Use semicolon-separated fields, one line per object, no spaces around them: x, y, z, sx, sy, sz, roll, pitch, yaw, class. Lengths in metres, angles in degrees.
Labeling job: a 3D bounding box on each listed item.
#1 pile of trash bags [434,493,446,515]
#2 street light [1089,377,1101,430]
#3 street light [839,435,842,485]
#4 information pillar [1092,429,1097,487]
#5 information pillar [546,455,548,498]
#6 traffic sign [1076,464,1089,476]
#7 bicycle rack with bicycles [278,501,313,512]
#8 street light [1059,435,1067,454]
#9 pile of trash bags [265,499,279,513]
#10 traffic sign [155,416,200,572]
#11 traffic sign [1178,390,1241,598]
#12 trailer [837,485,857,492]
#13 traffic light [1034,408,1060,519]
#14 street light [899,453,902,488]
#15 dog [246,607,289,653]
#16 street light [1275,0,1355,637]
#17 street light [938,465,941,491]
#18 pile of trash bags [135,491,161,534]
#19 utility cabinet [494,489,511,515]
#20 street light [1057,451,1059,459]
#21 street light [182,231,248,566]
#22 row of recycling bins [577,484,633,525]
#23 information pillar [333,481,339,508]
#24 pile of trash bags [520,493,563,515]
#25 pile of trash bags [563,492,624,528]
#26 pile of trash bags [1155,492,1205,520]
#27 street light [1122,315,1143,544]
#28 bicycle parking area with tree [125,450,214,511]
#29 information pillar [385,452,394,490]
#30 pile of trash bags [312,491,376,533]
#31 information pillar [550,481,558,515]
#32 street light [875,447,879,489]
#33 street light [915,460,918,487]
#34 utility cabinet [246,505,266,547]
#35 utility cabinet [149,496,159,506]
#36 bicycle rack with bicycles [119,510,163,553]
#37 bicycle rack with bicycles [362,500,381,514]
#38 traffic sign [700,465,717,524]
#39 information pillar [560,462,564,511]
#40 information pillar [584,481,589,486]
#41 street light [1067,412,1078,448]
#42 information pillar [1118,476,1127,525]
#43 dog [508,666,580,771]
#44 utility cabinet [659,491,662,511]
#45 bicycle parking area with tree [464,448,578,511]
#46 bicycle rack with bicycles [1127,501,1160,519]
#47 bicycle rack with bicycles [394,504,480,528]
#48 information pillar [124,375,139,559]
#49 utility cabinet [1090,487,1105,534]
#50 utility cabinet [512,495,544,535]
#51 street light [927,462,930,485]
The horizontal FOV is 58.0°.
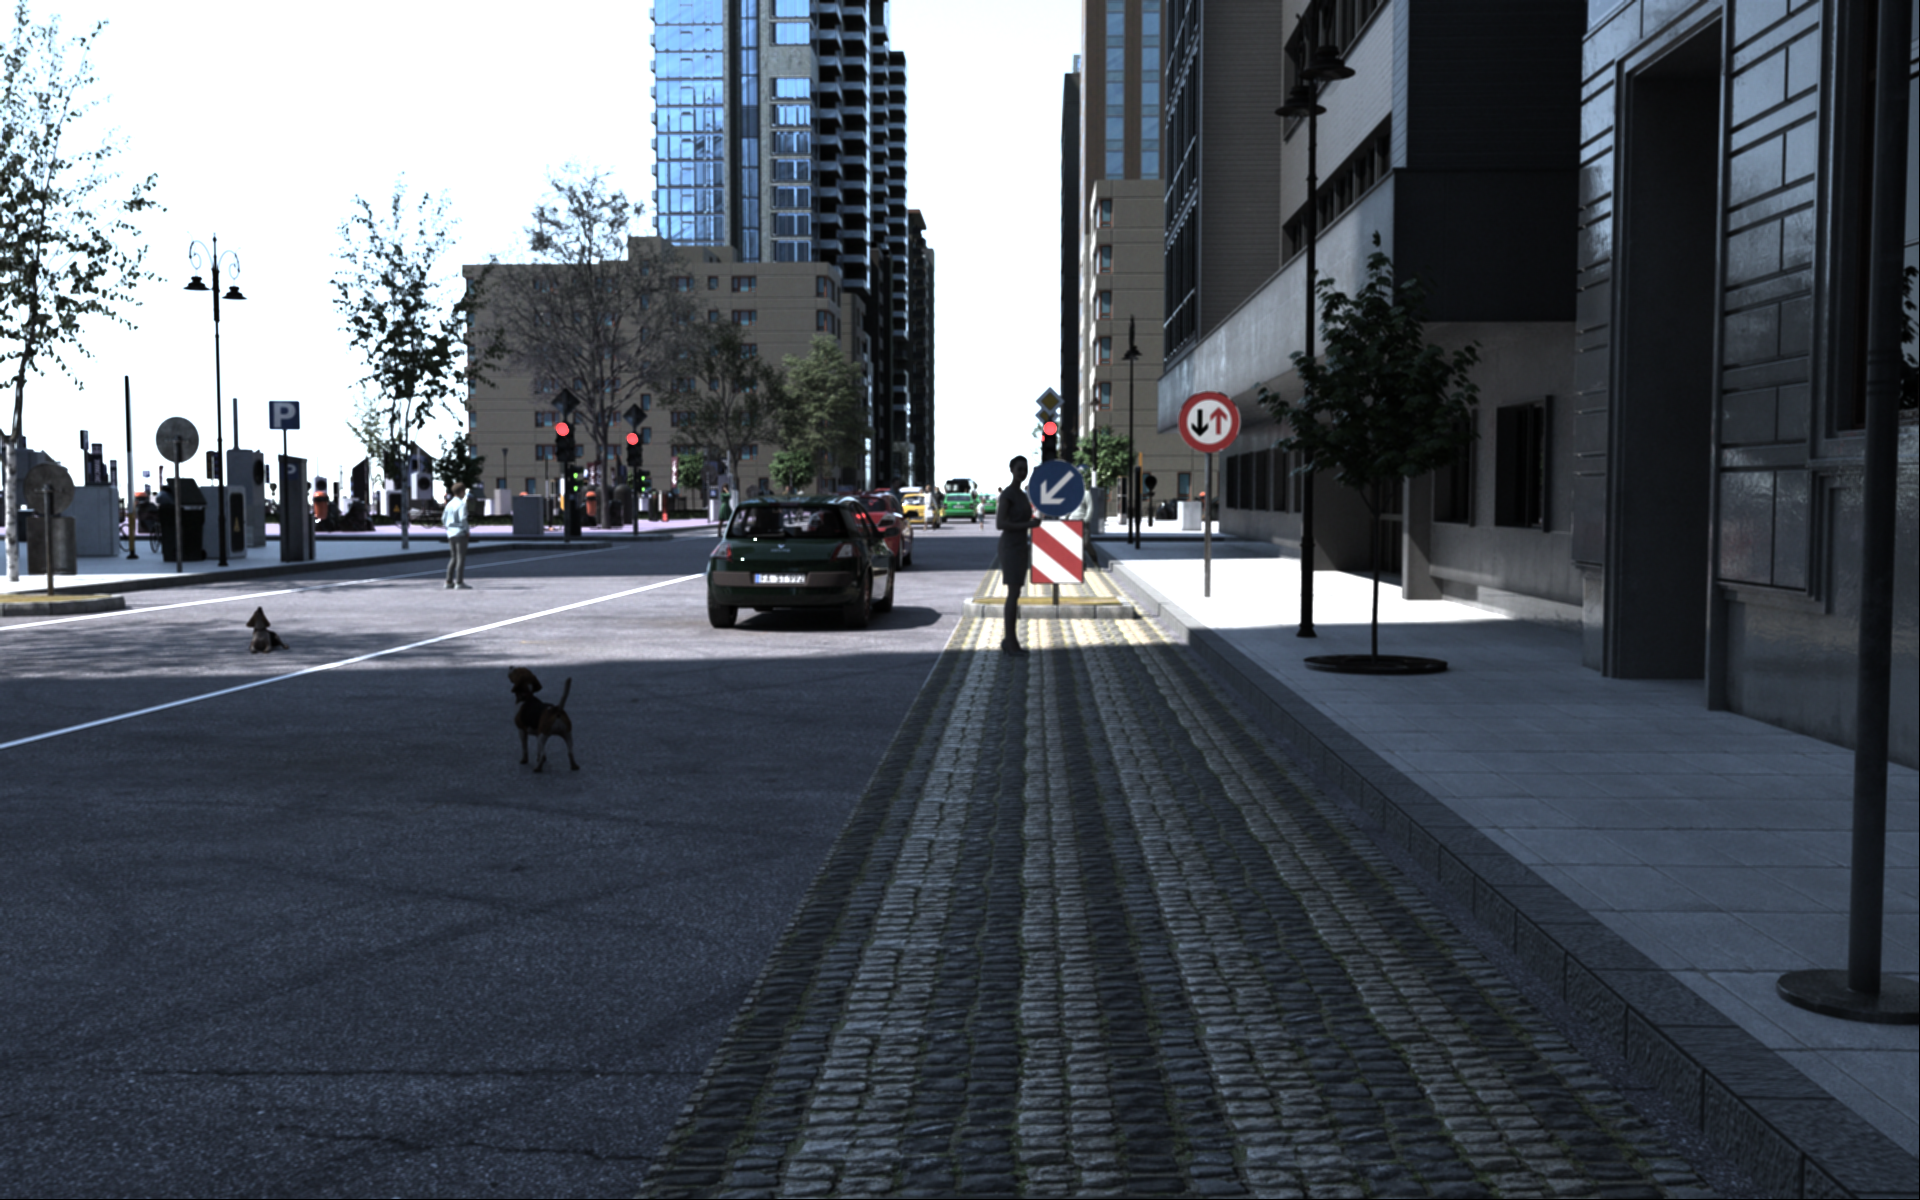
-28.938;-5.345;97.135;1.912;1.369;3.447;-1;4;-8;pile of trash bags
5.300;-5.837;68.223;0.468;5.910;1.993;0;4;2;street light
-9.027;-9.686;131.156;0.468;5.910;1.993;0;4;2;street light
4.849;-4.352;62.506;0.183;3.616;0.504;0;4;-8;information pillar
-24.648;-6.851;103.375;0.183;3.616;0.504;-1;4;-10;information pillar
5.202;-4.503;73.730;0.768;2.556;0.104;0;4;4;traffic sign
-47.375;-6.673;122.491;2.925;0.926;2.852;0;4;0;bicycle rack with bicycles
7.730;-9.465;127.543;0.468;5.910;1.993;0;4;2;street light
-33.626;-4.421;82.042;1.912;1.369;3.447;1;4;11;pile of trash bags
-12.801;-1.726;28.331;0.768;2.556;0.104;0;4;6;traffic sign
3.071;-1.304;21.420;0.768;2.556;0.104;0;4;5;traffic sign
-7.293;-6.356;110.975;1.471;1.999;3.904;0;4;2;trailer
2.650;-3.929;53.166;0.839;4.253;0.868;0;4;2;traffic light
-6.542;-13.362;191.260;0.468;5.910;1.993;0;4;2;street light
-6.332;0.260;15.948;0.550;0.427;0.748;2;4;29;dog
3.116;-2.606;15.396;0.468;5.910;1.993;0;4;2;street light
-3.189;-18.315;272.242;0.468;5.910;1.993;0;4;2;street light
-26.248;-2.887;56.952;3.447;1.369;1.912;3;4;36;pile of trash bags
-20.456;-4.207;77.470;0.318;1.500;1.173;1;4;8;utility cabinet
8.429;-10.506;144.563;0.468;5.910;1.993;0;4;2;street light
-13.135;-3.542;30.694;0.468;5.910;1.993;0;4;2;street light
-15.274;-4.056;73.432;3.534;1.692;1.069;2;4;34;row of recycling bins
-36.352;-5.898;100.924;0.304;2.012;0.304;-1;4;-12;information pillar
-24.148;-5.586;101.080;3.447;1.369;1.912;1;4;15;pile of trash bags
-14.133;-3.532;67.504;1.912;1.369;3.447;0;4;-5;pile of trash bags
11.259;-4.641;85.637;1.912;1.369;3.447;3;5;43;pile of trash bags
4.423;-4.401;44.739;0.468;5.910;1.993;0;4;2;street light
-50.605;-7.847;115.304;9.016;4.147;8.231;-2;4;-30;bicycle parking area with tree
-29.992;-6.102;91.116;0.504;3.616;0.183;1;4;8;information pillar
-21.111;-2.989;58.620;1.912;1.369;3.447;0;4;-2;pile of trash bags
-22.265;-5.541;95.082;0.304;2.012;0.304;1;4;23;information pillar
-7.732;-11.548;161.592;0.468;5.910;1.993;0;4;2;street light
-5.514;-14.726;213.557;0.468;5.910;1.993;0;4;2;street light
-17.229;-2.037;41.984;0.318;1.500;1.173;-3;5;-43;utility cabinet
-32.565;-3.635;70.597;1.020;1.237;0.306;2;4;30;utility cabinet
-18.047;-1.528;38.372;2.852;0.926;2.925;0;4;-3;bicycle rack with bicycles
-32.908;-5.140;97.428;2.852;0.926;2.925;0;4;-5;bicycle rack with bicycles
-10.895;-4.584;75.058;0.768;2.556;0.104;0;4;7;traffic sign
-21.043;-6.162;92.099;0.504;3.616;0.183;2;4;35;information pillar
-20.764;-5.631;96.562;0.304;2.012;0.304;1;4;15;information pillar
6.479;-7.668;98.165;0.468;5.910;1.993;0;4;2;street light
6.781;-4.147;72.292;0.304;2.012;0.304;-1;4;-21;information pillar
-2.203;0.623;9.098;0.540;0.507;0.406;1;4;13;dog
-20.789;-6.928;121.947;0.318;1.500;1.173;-2;4;-34;utility cabinet
-26.299;-7.399;107.978;8.231;4.147;9.016;2;4;35;bicycle parking area with tree
9.124;-4.601;88.604;2.852;0.926;2.925;2;4;30;bicycle rack with bicycles
-19.579;-3.196;65.642;2.925;0.926;2.852;1;4;8;bicycle rack with bicycles
-16.453;-2.630;34.351;0.183;3.616;0.504;-1;4;-19;information pillar
4.368;-2.831;54.963;0.318;1.500;1.173;1;4;14;utility cabinet
-13.567;-2.646;54.425;1.020;1.237;0.306;2;4;24;utility cabinet
-4.434;-16.521;242.903;0.468;5.910;1.993;0;4;2;street light
